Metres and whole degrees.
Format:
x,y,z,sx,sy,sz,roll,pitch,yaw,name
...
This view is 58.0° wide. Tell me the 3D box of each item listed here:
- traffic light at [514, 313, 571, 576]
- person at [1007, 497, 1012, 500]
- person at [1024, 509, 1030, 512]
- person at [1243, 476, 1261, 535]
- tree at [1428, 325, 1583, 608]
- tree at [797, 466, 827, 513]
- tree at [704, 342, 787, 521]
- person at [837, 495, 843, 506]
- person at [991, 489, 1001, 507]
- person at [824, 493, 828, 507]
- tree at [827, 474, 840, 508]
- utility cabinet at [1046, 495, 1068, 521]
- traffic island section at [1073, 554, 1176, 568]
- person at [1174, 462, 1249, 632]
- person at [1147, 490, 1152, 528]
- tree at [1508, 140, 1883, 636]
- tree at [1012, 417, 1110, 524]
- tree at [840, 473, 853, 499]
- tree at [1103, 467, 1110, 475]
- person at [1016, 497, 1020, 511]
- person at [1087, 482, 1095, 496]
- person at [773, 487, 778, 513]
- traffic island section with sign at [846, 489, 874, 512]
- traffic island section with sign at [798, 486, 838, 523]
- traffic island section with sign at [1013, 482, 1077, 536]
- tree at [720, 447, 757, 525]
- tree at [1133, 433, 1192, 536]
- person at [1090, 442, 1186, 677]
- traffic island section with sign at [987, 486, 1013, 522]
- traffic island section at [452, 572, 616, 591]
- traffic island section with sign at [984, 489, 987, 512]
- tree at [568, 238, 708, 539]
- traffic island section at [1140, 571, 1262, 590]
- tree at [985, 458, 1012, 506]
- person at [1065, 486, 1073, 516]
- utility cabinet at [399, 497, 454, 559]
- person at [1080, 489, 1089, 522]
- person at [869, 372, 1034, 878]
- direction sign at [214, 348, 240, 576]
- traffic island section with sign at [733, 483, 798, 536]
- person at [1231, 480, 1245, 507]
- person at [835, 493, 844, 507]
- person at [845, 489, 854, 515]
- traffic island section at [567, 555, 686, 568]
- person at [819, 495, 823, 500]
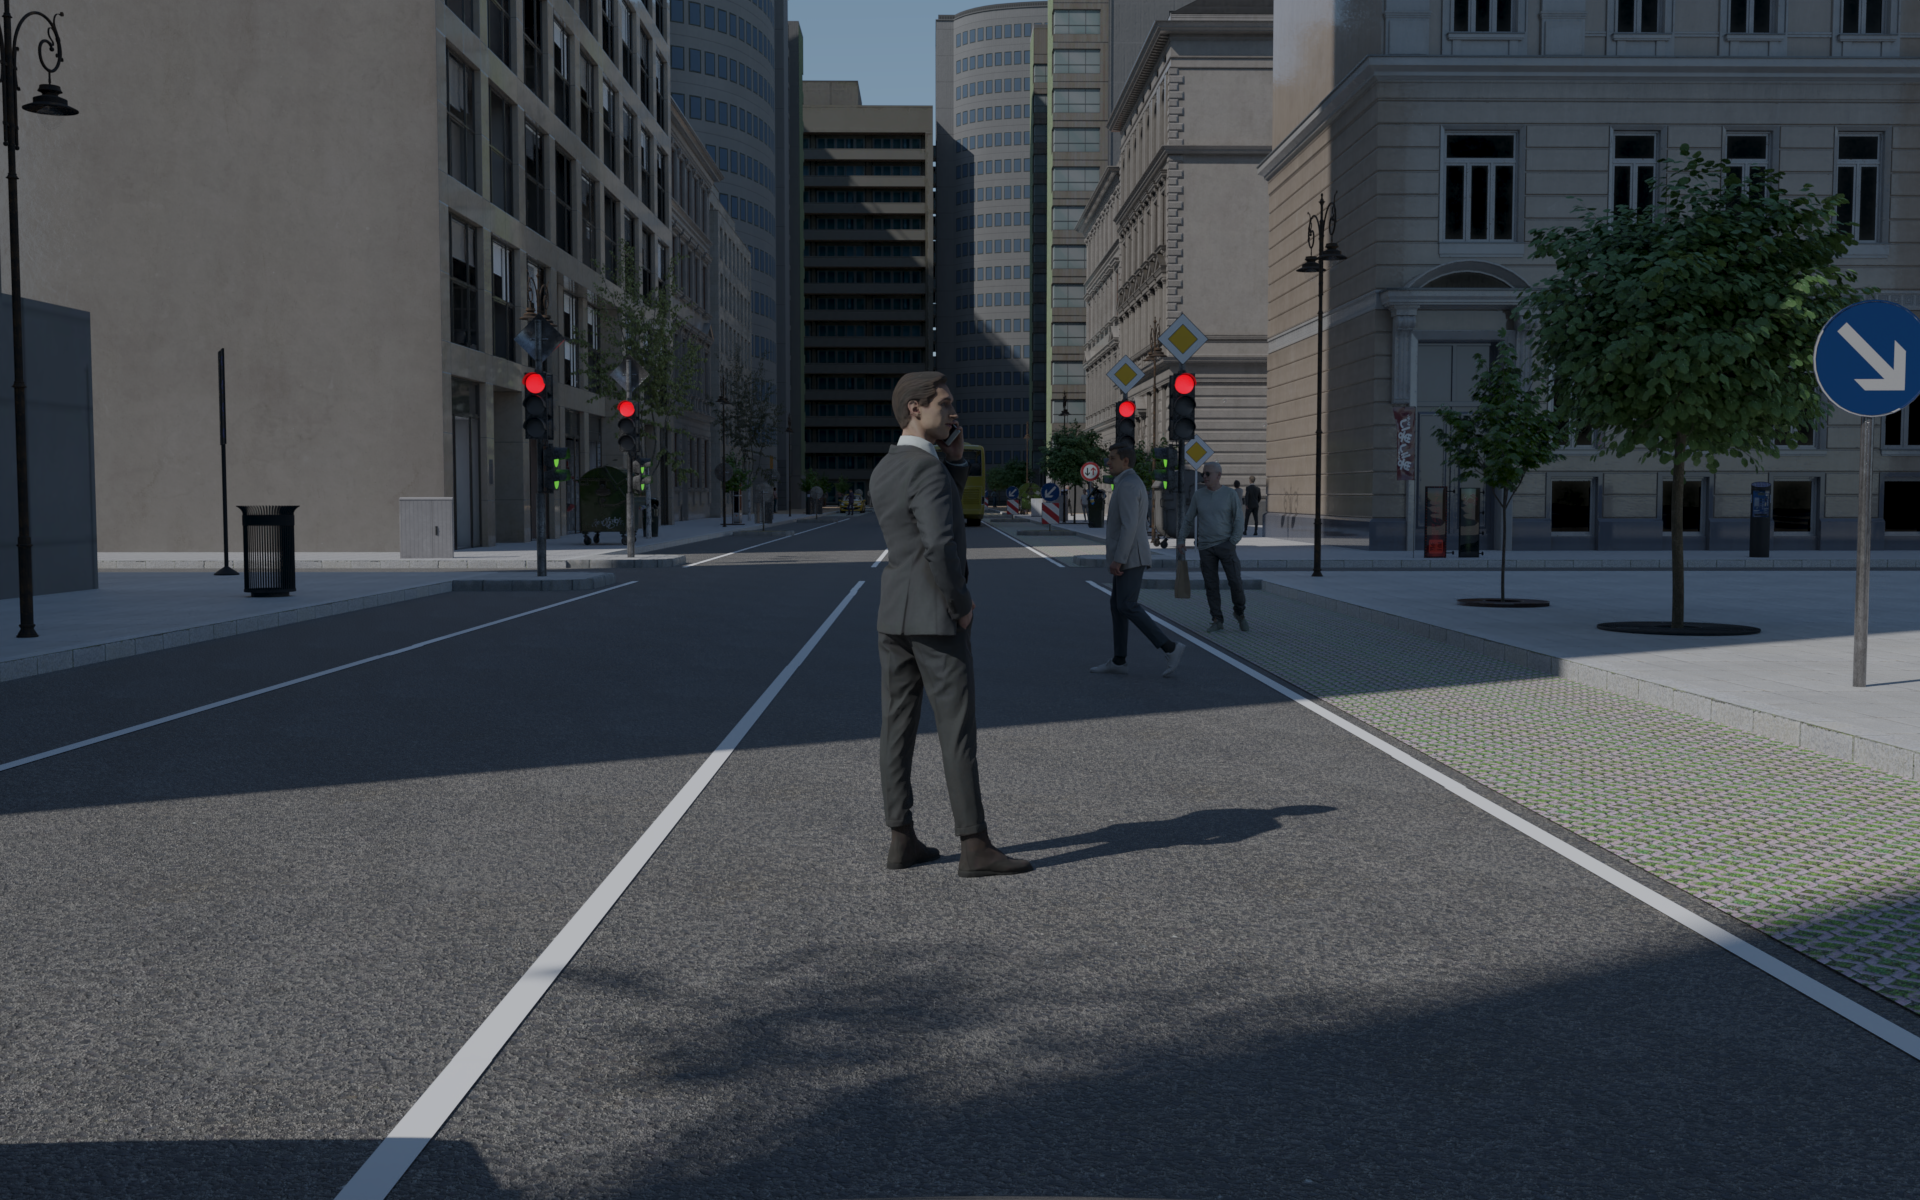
x,y,z,sx,sy,sz,roll,pitch,yaw,name
-6.512,-2.325,26.932,0.839,4.253,0.868,0,4,-1,traffic light
4.980,-9.513,162.299,1.217,1.735,0.721,2,4,24,person
4.716,-7.020,121.276,0.568,1.767,0.683,3,4,37,person
9.024,-2.935,53.806,0.659,1.850,0.755,-1,4,-18,person
6.174,-1.555,20.023,1.663,3.219,1.824,0,3,0,tree
-11.257,-8.296,130.243,1.663,3.219,1.824,0,3,0,tree
-10.156,-8.118,83.092,4.360,8.622,3.978,0,3,0,tree
-12.901,-10.877,187.112,0.991,1.433,0.599,2,4,31,person
3.423,-9.962,169.005,0.705,1.814,1.350,3,5,45,person
-13.768,-10.391,175.938,0.705,1.824,1.348,-3,4,-36,person
-11.395,-9.285,146.405,1.663,3.219,1.824,0,3,0,tree
4.618,-4.361,82.459,1.020,1.237,0.306,1,4,23,utility cabinet
3.363,-0.790,35.202,2.009,0.180,2.903,0,4,-1,traffic island section
2.584,-0.549,17.955,0.782,1.767,0.515,2,4,24,person
7.159,-3.613,65.298,0.466,1.800,0.511,-3,4,-37,person
6.851,-1.989,16.240,4.285,4.588,4.351,0,3,0,tree
4.956,-5.538,74.266,4.285,4.588,4.351,0,3,0,tree
-10.918,-10.067,159.202,1.663,3.219,1.824,0,3,0,tree
5.845,-3.779,56.391,1.663,3.219,1.824,0,3,0,tree
4.458,-7.429,130.738,0.421,1.427,0.697,1,4,18,person
5.344,-3.882,69.782,0.793,1.790,0.793,1,4,20,person
-12.473,-6.774,117.509,0.721,1.736,1.217,-1,4,-12,person
-7.956,-7.863,137.182,1.989,1.847,2.006,0,4,-1,traffic island section with sign
-7.181,-4.815,87.358,1.989,1.847,2.006,0,4,-1,traffic island section with sign
2.977,-3.148,60.095,1.989,1.847,2.006,0,4,-1,traffic island section with sign
-9.461,-4.711,71.629,1.663,3.219,1.824,0,3,0,tree
6.132,-3.580,53.127,1.663,3.219,1.824,0,3,0,tree
1.411,-0.328,13.708,0.795,1.843,0.661,1,4,15,person
2.539,-4.869,88.237,1.989,1.847,2.006,0,4,-1,traffic island section with sign
-6.552,-0.293,27.066,2.009,0.180,2.903,0,4,-1,traffic island section
1.781,-7.848,136.944,1.989,1.847,2.006,0,4,-1,traffic island section with sign
-9.003,-6.065,49.520,4.737,8.622,4.395,0,3,0,tree
3.488,-0.302,27.218,2.009,0.180,2.903,0,4,-1,traffic island section
4.702,-9.745,143.051,4.285,4.588,4.351,0,3,0,tree
6.247,-5.725,100.051,0.834,1.777,0.661,2,4,32,person
-10.659,-1.435,34.618,1.020,1.237,0.306,-1,4,-14,utility cabinet
5.837,-4.370,80.086,0.503,1.515,0.523,-1,4,-12,person
-0.075,0.073,6.664,0.474,1.900,0.648,-2,4,-33,person
-11.611,-2.160,27.315,0.379,3.537,0.876,-2,4,-27,direction sign
-6.736,-3.121,59.655,1.989,1.847,2.006,0,4,-1,traffic island section with sign
9.826,-3.371,61.519,0.716,1.782,0.532,-3,5,-44,person
-12.105,-10.269,174.648,1.217,1.736,0.721,1,4,13,person
-7.403,-6.539,115.858,0.568,1.767,0.683,2,4,24,person
-6.677,-0.781,35.050,2.009,0.180,2.903,0,4,-1,traffic island section
-13.591,-9.989,170.172,0.445,1.727,0.742,0,4,-3,person
